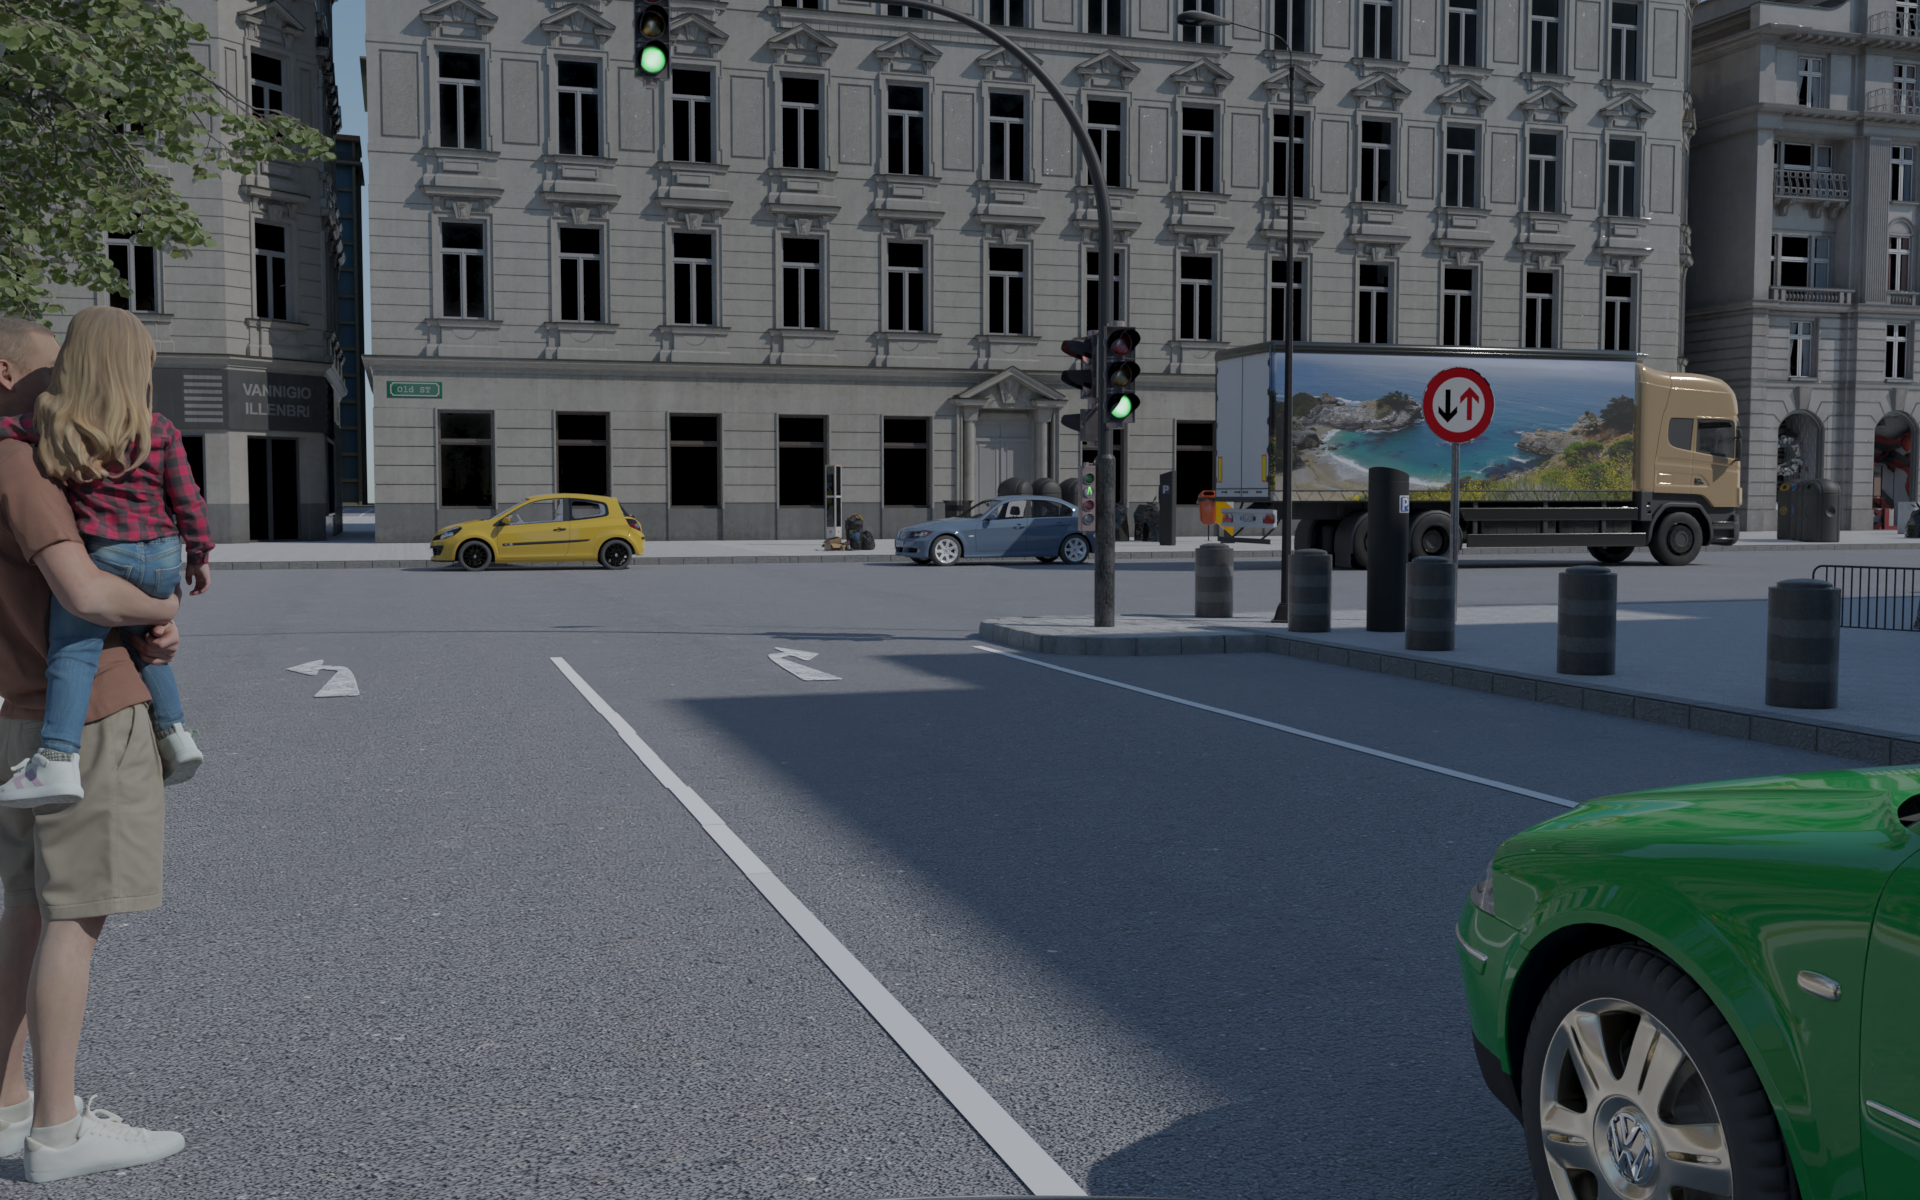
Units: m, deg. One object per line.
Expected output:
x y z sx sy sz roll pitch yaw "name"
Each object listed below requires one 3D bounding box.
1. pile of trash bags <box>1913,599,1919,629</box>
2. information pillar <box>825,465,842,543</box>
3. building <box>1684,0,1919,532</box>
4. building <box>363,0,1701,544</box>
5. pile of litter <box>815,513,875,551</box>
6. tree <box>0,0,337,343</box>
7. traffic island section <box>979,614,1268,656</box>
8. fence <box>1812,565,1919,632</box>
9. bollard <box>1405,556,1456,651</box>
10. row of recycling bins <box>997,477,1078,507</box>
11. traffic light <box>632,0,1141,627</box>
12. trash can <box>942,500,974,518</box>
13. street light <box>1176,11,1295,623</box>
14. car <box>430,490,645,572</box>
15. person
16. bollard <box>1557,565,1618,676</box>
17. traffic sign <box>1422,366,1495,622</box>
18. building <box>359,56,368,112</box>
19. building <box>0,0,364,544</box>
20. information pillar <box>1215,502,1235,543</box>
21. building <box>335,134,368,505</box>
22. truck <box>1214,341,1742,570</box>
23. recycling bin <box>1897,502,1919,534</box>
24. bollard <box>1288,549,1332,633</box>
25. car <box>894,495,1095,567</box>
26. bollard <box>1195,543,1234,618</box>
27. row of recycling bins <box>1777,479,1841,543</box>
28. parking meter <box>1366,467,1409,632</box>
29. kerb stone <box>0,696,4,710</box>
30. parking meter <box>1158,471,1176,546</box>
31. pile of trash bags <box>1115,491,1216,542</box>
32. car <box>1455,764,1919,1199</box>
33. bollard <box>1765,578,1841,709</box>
10.789 -0.369 15.792 3.447 1.369 1.912 0 4 -2 "pile of trash bags"
-3.179 -2.389 43.551 0.304 2.012 0.304 2 4 29 "information pillar"
35.948 -13.796 67.359 24.055 21.916 13.314 -1 4 -18 "building"
2.837 -17.223 58.017 44.131 29.872 17.030 -1 4 -18 "building"
-2.634 -1.564 39.539 1.719 0.858 1.176 -3 5 -39 "pile of litter"
-7.285 -5.497 10.461 7.486 12.596 7.792 0 3 0 "tree"
1.407 0.335 16.796 2.009 0.180 2.903 -1 4 -18 "traffic island section"
7.877 0.085 13.993 0.278 0.683 2.069 -3 4 -38 "fence"
3.884 0.026 14.294 0.404 0.777 0.398 0 3 0 "bollard"
2.494 -2.236 43.666 3.534 1.692 1.069 -3 4 -36 "row of recycling bins"
-0.599 -2.521 15.892 4.771 5.953 1.251 -1 4 -18 "traffic light"
-0.045 -1.743 40.154 0.748 1.137 0.748 0 3 0 "trash can"
2.742 -2.719 16.991 1.470 5.913 1.316 -1 4 -18 "street light"
-8.042 -1.396 33.043 3.980 1.641 2.015 -1 4 -16 "car"
-1.912 0.290 3.732 0.580 1.828 0.573 0 4 -1 "person"
4.488 0.142 12.397 0.404 0.777 0.398 0 3 0 "bollard"
4.960 -1.055 17.353 0.768 2.556 0.104 -1 4 -8 "traffic sign"
-58.002 -38.064 211.580 27.495 52.752 28.713 -1 4 -18 "building"
-39.450 -16.446 45.304 44.131 29.872 17.030 -1 4 -18 "building"
6.882 -3.278 44.942 0.504 3.616 0.183 0 4 -7 "information pillar"
-83.961 -33.388 200.520 28.867 44.769 22.147 -1 4 -18 "building"
10.690 -2.780 34.372 11.283 4.237 2.839 -1 4 -16 "truck"
30.639 -2.631 55.568 0.722 1.027 0.722 -1 4 -11 "recycling bin"
3.271 -0.090 16.187 0.404 0.777 0.398 0 3 0 "bollard"
0.881 -1.435 35.464 4.499 1.417 2.014 -1 4 -18 "car"
2.654 -0.206 18.089 0.404 0.777 0.398 0 3 0 "bollard"
23.240 -2.463 47.378 1.069 1.692 3.534 1 4 12 "row of recycling bins"
3.999 -0.476 16.192 0.372 1.533 0.369 0 3 0 "parking meter"
-6.565 0.628 11.936 0.120 0.150 1.000 -1 4 -18 "kerb stone"
5.165 -2.289 43.137 0.399 1.863 0.255 2 4 32 "parking meter"
5.338 -2.283 47.085 3.447 1.369 1.912 1 4 9 "pile of trash bags"
2.343 0.428 1.804 1.959 1.807 4.718 -1 4 -16 "car"
5.105 0.258 10.491 0.404 0.777 0.398 0 3 0 "bollard"
